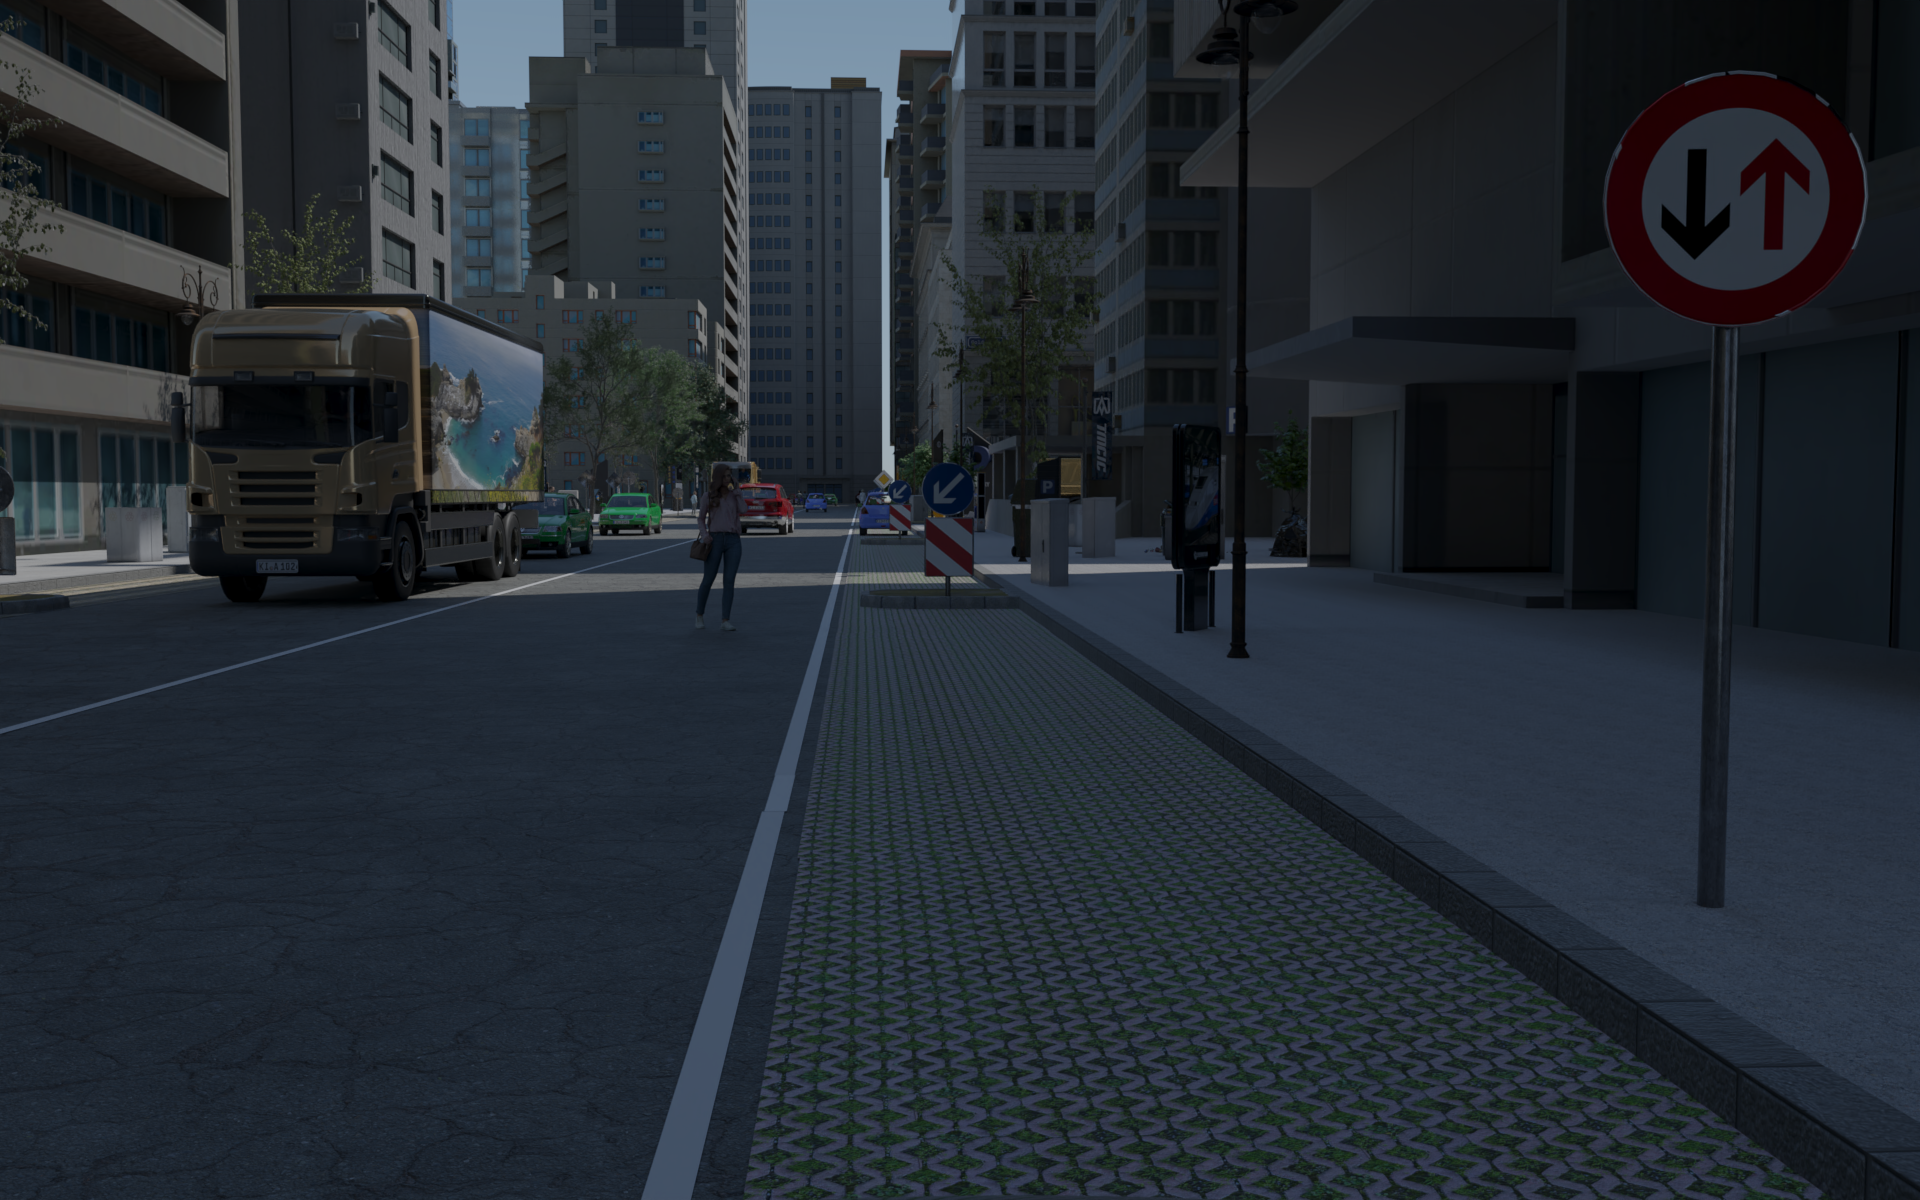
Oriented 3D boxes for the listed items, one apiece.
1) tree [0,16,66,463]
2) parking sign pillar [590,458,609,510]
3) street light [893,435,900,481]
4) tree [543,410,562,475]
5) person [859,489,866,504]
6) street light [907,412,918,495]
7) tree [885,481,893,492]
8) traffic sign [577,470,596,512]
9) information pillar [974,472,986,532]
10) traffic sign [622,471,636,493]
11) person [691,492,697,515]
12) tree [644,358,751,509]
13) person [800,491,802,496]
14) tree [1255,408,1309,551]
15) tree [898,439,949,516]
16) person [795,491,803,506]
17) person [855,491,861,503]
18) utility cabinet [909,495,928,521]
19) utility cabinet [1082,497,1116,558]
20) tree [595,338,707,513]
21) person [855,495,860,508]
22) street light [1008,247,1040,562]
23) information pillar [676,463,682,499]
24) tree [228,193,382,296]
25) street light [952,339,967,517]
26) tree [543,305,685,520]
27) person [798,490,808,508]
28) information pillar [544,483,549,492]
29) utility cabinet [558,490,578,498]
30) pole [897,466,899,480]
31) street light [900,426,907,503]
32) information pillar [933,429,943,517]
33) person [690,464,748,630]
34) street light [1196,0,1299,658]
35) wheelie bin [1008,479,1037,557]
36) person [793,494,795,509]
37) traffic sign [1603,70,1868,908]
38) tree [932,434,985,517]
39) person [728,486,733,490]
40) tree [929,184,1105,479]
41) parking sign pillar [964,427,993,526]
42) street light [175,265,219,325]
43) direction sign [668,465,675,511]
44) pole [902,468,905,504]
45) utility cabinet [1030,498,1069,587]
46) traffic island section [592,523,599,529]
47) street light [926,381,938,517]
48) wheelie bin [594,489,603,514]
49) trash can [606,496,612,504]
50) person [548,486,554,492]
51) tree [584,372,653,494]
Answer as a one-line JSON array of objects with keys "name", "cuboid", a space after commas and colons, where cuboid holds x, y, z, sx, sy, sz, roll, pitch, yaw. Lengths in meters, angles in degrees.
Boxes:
[{"name": "tree", "cuboid": [-14.935, -4.570, 25.076, 4.360, 8.622, 3.978, 0, 3, 0]}, {"name": "parking sign pillar", "cuboid": [-26.979, -8.636, 129.669, 1.447, 3.967, 1.447, 0, 4, -7]}, {"name": "street light", "cuboid": [-4.767, -9.902, 134.680, 0.468, 5.910, 1.993, 0, 4, -3]}, {"name": "tree", "cuboid": [-34.133, -11.546, 139.133, 4.360, 8.622, 3.978, 0, 3, 0]}, {"name": "person", "cuboid": [-8.543, -8.829, 152.726, 0.514, 1.842, 0.818, -3, 5, -43]}, {"name": "street light", "cuboid": [-2.551, -7.562, 96.420, 0.468, 5.910, 1.993, 0, 4, -3]}, {"name": "tree", "cuboid": [-8.730, -13.007, 207.259, 1.663, 3.219, 1.824, 0, 3, 0]}, {"name": "traffic sign", "cuboid": [-15.263, -4.110, 70.839, 0.795, 2.450, 0.064, 0, 4, -3]}, {"name": "information pillar", "cuboid": [0.661, -3.273, 57.999, 0.304, 2.012, 0.304, -1, 4, -22]}, {"name": "traffic sign", "cuboid": [-18.438, -5.896, 96.503, 0.768, 2.556, 0.104, 0, 4, 1]}, {"name": "person", "cuboid": [-18.177, -6.623, 118.593, 0.330, 1.601, 0.589, -3, 4, -37]}, {"name": "tree", "cuboid": [-22.354, -14.012, 146.098, 9.611, 12.733, 9.660, 0, 3, 0]}, {"name": "person", "cuboid": [-20.814, -13.325, 226.456, 1.348, 1.812, 0.705, 0, 4, 1]}, {"name": "tree", "cuboid": [7.449, -2.721, 39.088, 1.663, 3.219, 1.824, 0, 3, 0]}, {"name": "tree", "cuboid": [-1.840, -7.186, 101.206, 4.285, 4.588, 4.351, 0, 3, 0]}, {"name": "person", "cuboid": [-19.498, -12.290, 209.530, 1.350, 1.814, 0.705, -2, 4, -25]}, {"name": "person", "cuboid": [-11.164, -11.304, 193.287, 1.348, 1.831, 0.705, 2, 4, 24]}, {"name": "utility cabinet", "cuboid": [-1.945, -4.348, 82.255, 0.306, 1.237, 1.020, 3, 5, 42]}, {"name": "utility cabinet", "cuboid": [2.818, -1.469, 35.185, 0.306, 1.237, 1.020, 2, 4, 29]}, {"name": "tree", "cuboid": [-20.389, -11.608, 115.539, 9.928, 11.665, 9.643, 0, 3, 0]}, {"name": "person", "cuboid": [-10.726, -10.488, 183.162, 0.799, 1.438, 0.628, 1, 4, 15]}, {"name": "street light", "cuboid": [1.190, -3.664, 32.689, 0.468, 5.910, 1.993, 0, 4, -3]}, {"name": "information pillar", "cuboid": [-21.425, -8.611, 132.138, 0.504, 3.616, 0.183, -2, 4, -34]}, {"name": "tree", "cuboid": [-16.382, -5.686, 43.322, 4.737, 8.622, 4.395, 0, 3, 0]}, {"name": "street light", "cuboid": [0.039, -4.834, 51.817, 0.468, 5.910, 1.993, 0, 4, -3]}, {"name": "tree", "cuboid": [-18.075, -9.247, 85.597, 7.601, 10.594, 8.767, 2, 4, 32]}, {"name": "person", "cuboid": [-15.529, -10.088, 173.529, 1.350, 1.814, 0.705, 0, 4, -1]}, {"name": "information pillar", "cuboid": [-27.303, -6.717, 114.320, 0.304, 2.012, 0.304, -1, 4, -21]}, {"name": "utility cabinet", "cuboid": [-24.115, -5.990, 106.618, 1.173, 1.500, 0.318, 0, 4, 4]}, {"name": "pole", "cuboid": [-4.444, -7.968, 124.114, 0.158, 3.312, 0.155, 0, 3, 0]}, {"name": "street light", "cuboid": [-3.582, -8.732, 115.555, 0.468, 5.910, 1.993, 0, 4, -3]}, {"name": "information pillar", "cuboid": [-0.777, -4.353, 62.527, 0.183, 3.616, 0.504, -3, 5, -42]}, {"name": "person", "cuboid": [-2.581, -0.566, 18.345, 0.593, 1.750, 0.643, -1, 4, -20]}, {"name": "street light", "cuboid": [2.184, -2.485, 13.418, 0.468, 5.910, 1.993, 0, 4, -3]}, {"name": "wheelie bin", "cuboid": [1.433, -1.676, 35.304, 0.980, 1.594, 0.693, 2, 4, 29]}, {"name": "person", "cuboid": [-15.685, -9.305, 163.897, 0.557, 1.426, 1.065, 0, 4, -4]}, {"name": "traffic sign", "cuboid": [2.342, -0.319, 5.325, 0.768, 2.556, 0.104, 0, 4, 6]}, {"name": "tree", "cuboid": [-0.157, -3.730, 55.579, 1.663, 3.219, 1.824, 0, 3, 0]}, {"name": "person", "cuboid": [-10.393, -4.269, 78.469, 0.661, 1.801, 0.590, 1, 4, 15]}, {"name": "tree", "cuboid": [1.547, -5.505, 40.369, 4.737, 8.622, 4.395, 0, 3, 0]}, {"name": "parking sign pillar", "cuboid": [0.819, -4.950, 69.401, 1.447, 3.967, 1.447, 2, 4, 27]}, {"name": "street light", "cuboid": [-15.340, -3.813, 35.130, 0.468, 5.910, 1.993, 0, 4, -3]}, {"name": "direction sign", "cuboid": [-22.468, -8.743, 134.944, 0.876, 3.537, 0.379, 3, 5, 40]}, {"name": "pole", "cuboid": [-4.441, -8.687, 135.874, 0.158, 3.312, 0.155, 0, 3, 0]}, {"name": "utility cabinet", "cuboid": [1.256, -0.815, 24.492, 0.306, 1.237, 1.020, -1, 4, -13]}, {"name": "traffic island section", "cuboid": [-15.742, -3.461, 78.872, 2.009, 0.180, 2.903, 0, 4, -3]}, {"name": "street light", "cuboid": [-1.137, -6.003, 70.943, 0.468, 5.910, 1.993, 0, 4, -3]}, {"name": "wheelie bin", "cuboid": [-23.302, -6.311, 111.093, 0.693, 1.594, 0.980, -3, 5, -41]}, {"name": "trash can", "cuboid": [-25.763, -7.103, 127.795, 0.748, 1.137, 0.748, 0, 3, 0]}, {"name": "person", "cuboid": [-17.635, -4.052, 75.085, 0.374, 1.781, 0.599, -3, 5, -39]}, {"name": "tree", "cuboid": [-20.102, -9.275, 102.015, 4.360, 8.622, 3.978, 0, 3, 0]}]
